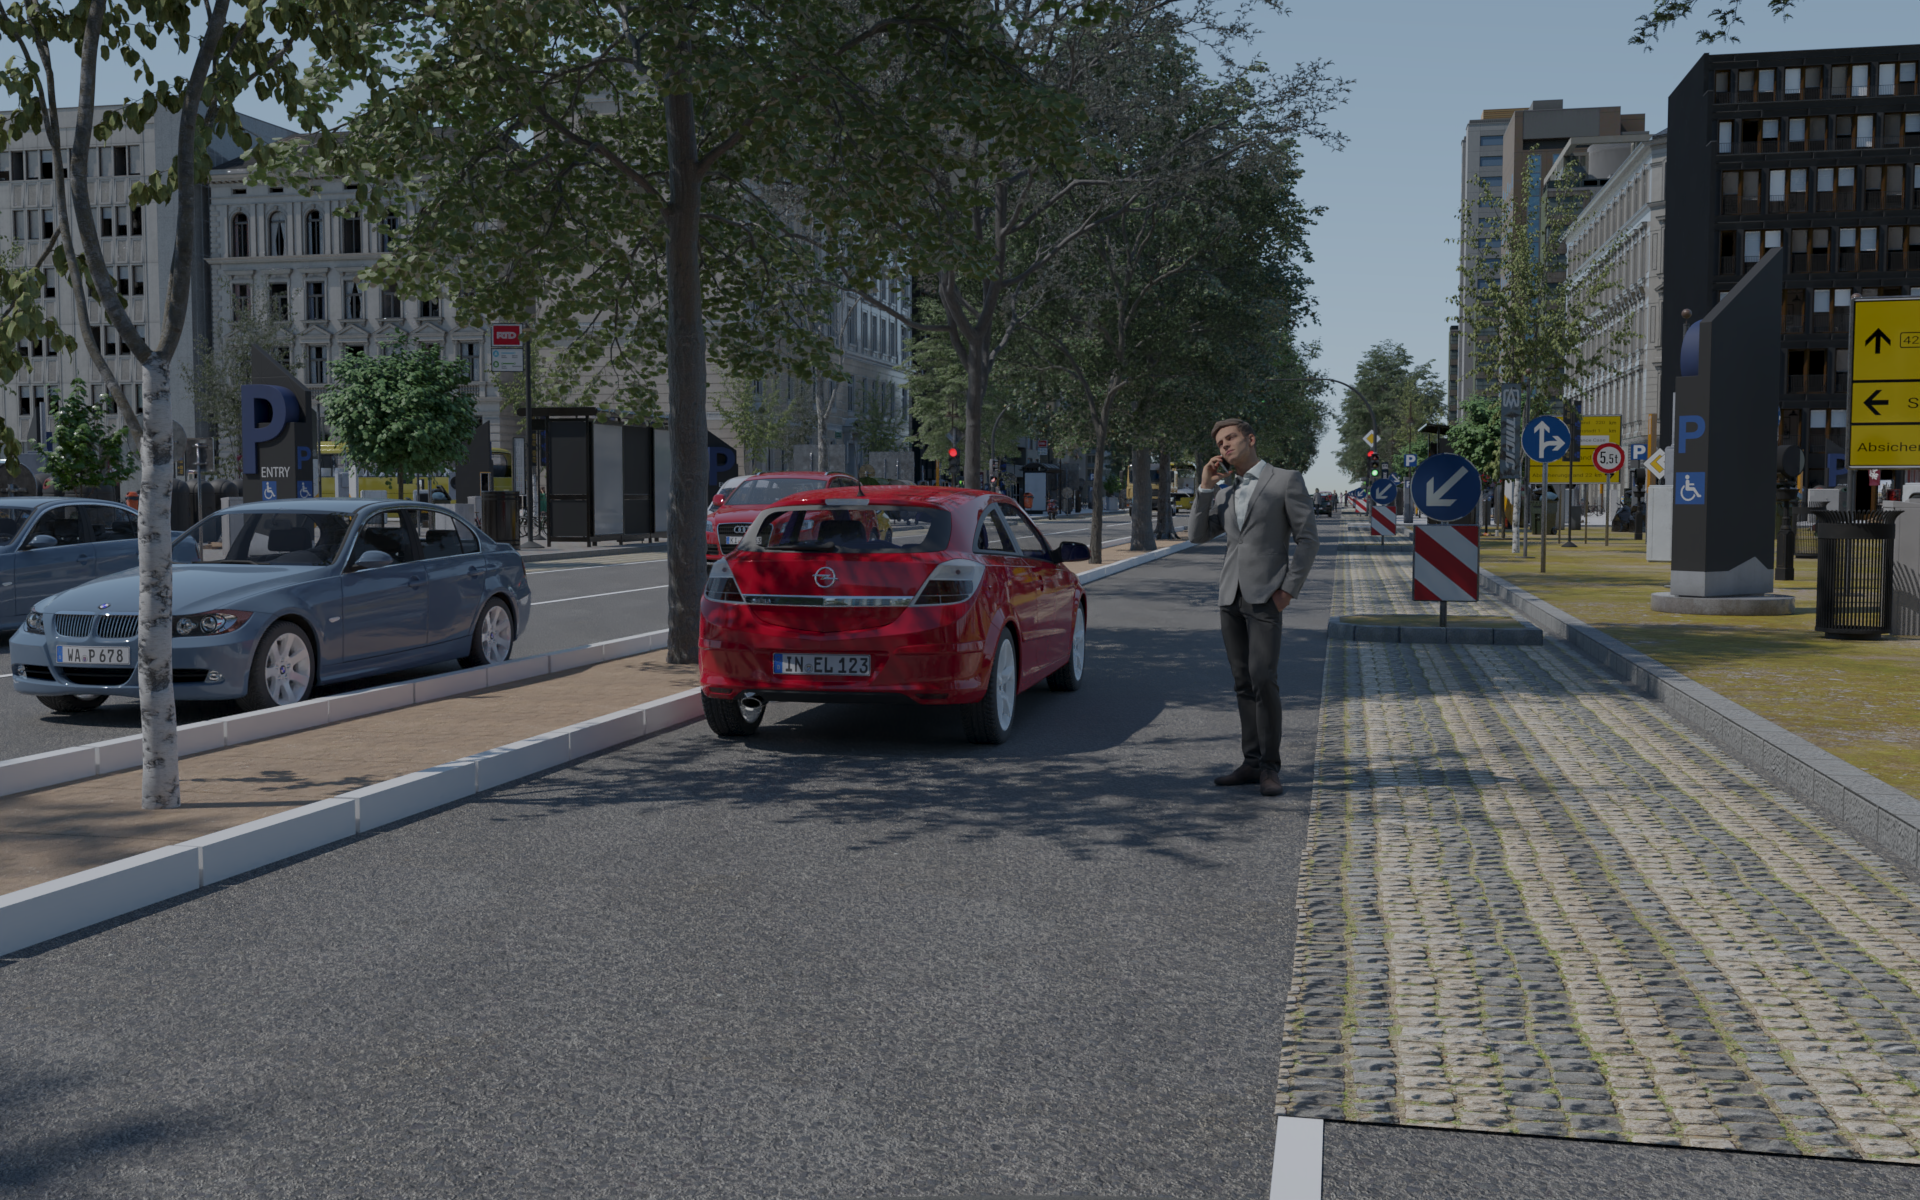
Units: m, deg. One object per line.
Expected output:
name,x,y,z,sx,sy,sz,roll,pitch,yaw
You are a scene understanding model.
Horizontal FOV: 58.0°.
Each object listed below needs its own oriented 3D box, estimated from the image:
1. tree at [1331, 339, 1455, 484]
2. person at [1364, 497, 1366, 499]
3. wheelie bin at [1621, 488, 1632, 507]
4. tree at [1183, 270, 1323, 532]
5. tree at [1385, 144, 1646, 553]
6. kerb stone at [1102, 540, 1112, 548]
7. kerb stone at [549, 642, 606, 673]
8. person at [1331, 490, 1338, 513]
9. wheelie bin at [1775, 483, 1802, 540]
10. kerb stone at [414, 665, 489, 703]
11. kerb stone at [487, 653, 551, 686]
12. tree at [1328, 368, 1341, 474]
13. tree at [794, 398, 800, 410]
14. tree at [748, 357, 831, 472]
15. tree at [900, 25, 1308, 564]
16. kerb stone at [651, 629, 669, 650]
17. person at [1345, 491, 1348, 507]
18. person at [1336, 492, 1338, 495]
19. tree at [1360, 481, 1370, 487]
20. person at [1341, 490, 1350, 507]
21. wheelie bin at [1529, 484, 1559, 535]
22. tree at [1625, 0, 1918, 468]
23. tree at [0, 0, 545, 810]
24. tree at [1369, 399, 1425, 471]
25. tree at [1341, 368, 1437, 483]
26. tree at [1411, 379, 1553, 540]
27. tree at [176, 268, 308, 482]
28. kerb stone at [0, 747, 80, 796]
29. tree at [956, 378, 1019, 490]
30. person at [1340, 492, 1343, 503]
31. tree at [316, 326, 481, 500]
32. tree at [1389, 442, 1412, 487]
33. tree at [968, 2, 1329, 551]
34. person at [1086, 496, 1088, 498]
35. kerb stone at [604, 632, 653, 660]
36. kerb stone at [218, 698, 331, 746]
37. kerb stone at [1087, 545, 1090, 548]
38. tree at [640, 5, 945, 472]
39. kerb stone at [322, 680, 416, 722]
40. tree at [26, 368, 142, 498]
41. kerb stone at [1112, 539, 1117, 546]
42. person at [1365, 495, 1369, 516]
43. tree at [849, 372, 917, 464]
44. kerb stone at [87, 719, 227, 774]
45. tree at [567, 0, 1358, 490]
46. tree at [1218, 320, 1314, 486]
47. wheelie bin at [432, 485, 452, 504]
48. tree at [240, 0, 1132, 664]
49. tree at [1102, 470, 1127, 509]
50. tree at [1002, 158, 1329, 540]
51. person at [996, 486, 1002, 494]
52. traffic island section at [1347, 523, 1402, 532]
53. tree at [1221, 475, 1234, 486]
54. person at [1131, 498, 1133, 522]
tree,35.522,-14.321,140.796,9.857,13.997,8.962,0,3,0
person,33.226,-8.079,141.599,0.522,1.701,0.512,1,4,10
wheelie bin,35.144,-5.067,90.745,0.980,1.594,0.693,2,4,27
tree,8.872,-8.333,64.462,9.928,11.665,9.643,0,3,0
tree,12.325,-5.333,37.562,4.737,8.622,4.395,0,3,0
kerb stone,3.882,-1.475,46.317,0.120,0.150,1.000,1,4,12
kerb stone,-3.205,0.484,14.281,0.120,0.150,1.000,1,4,12
person,29.117,-7.695,134.727,0.576,1.772,0.534,1,4,14
wheelie bin,23.273,-2.506,48.873,0.980,1.594,0.693,0,4,3
kerb stone,-3.656,0.607,12.286,0.120,0.150,1.000,1,4,12
kerb stone,-3.438,0.545,13.285,0.120,0.150,1.000,1,4,12
tree,15.043,-10.536,91.735,9.611,12.733,9.660,0,3,0
tree,-10.291,-8.250,85.243,4.737,8.622,4.395,0,3,0
tree,-8.605,-8.538,89.956,4.360,8.622,3.978,0,3,0
tree,2.661,-5.983,34.696,8.767,10.594,7.601,1,4,12
kerb stone,-2.768,0.362,16.281,0.120,0.150,1.000,1,4,12
person,39.205,-10.172,175.727,0.530,1.710,0.541,3,5,40
person,63.660,-17.345,293.013,0.541,1.710,0.530,2,4,30
tree,55.728,-15.169,231.726,4.285,4.588,4.351,0,3,0
person,42.622,-11.204,191.310,1.348,1.869,0.705,-1,4,-19
wheelie bin,18.361,-2.845,54.428,0.693,1.594,0.980,-2,4,-31
tree,5.470,-4.462,7.359,7.601,10.594,8.767,1,4,21
tree,-3.624,-3.366,7.861,4.737,8.622,4.395,0,3,0
tree,33.273,-11.067,131.306,4.360,8.622,3.978,0,3,0
tree,38.449,-14.486,153.855,9.611,12.733,9.660,0,3,0
tree,15.372,-3.986,48.890,4.285,4.588,4.351,0,3,0
tree,-23.272,-6.498,56.608,4.360,8.622,3.978,0,3,0
kerb stone,-4.544,0.850,8.293,0.120,0.150,1.000,1,4,12
tree,1.683,-8.798,94.213,4.360,8.622,3.978,0,3,0
person,60.501,-16.250,274.863,0.551,1.740,0.621,1,4,12
tree,-10.940,-3.079,34.059,4.285,4.588,4.351,0,3,0
tree,24.586,-6.631,92.131,4.285,4.588,4.351,0,3,0
tree,4.626,-8.209,43.322,9.857,13.997,8.962,0,3,0
person,17.534,-13.906,235.996,0.705,1.807,1.348,2,4,26
kerb stone,-2.986,0.423,15.279,0.120,0.150,1.000,1,4,12
kerb stone,-4.093,0.728,10.288,0.120,0.150,1.000,1,4,12
kerb stone,3.443,-1.352,44.308,0.120,0.150,1.000,1,4,12
tree,-6.101,-12.601,61.908,12.611,20.169,13.585,0,3,0
kerb stone,-3.881,0.667,11.288,0.120,0.150,1.000,1,4,12
tree,-13.340,-1.926,26.084,1.663,3.219,1.824,0,3,0
kerb stone,4.103,-1.536,47.315,0.120,0.150,1.000,1,4,12
person,25.041,-5.954,106.022,0.466,1.800,0.511,1,4,23
tree,-4.972,-9.489,105.507,4.737,8.622,4.395,0,3,0
kerb stone,-4.317,0.789,9.290,0.120,0.150,1.000,1,4,12
tree,0.191,-6.807,24.125,12.009,13.543,11.850,0,3,0
tree,12.912,-9.911,82.636,7.486,12.596,7.792,0,3,0
wheelie bin,-18.275,-3.239,60.862,0.693,1.594,0.980,-2,4,-33
tree,-2.268,-5.707,13.894,7.486,12.596,7.792,0,3,0
tree,12.024,-8.698,136.817,1.663,3.219,1.824,0,3,0
tree,6.447,-8.243,54.243,9.611,12.733,9.660,0,3,0
person,1.838,-4.481,81.865,0.391,1.810,0.635,0,4,-7
traffic island section,16.203,-2.782,67.759,2.009,0.180,2.903,1,4,12
tree,43.118,-19.957,276.651,4.737,8.622,4.395,0,3,0
person,8.033,-4.287,78.936,0.601,1.785,0.444,-3,5,-44
